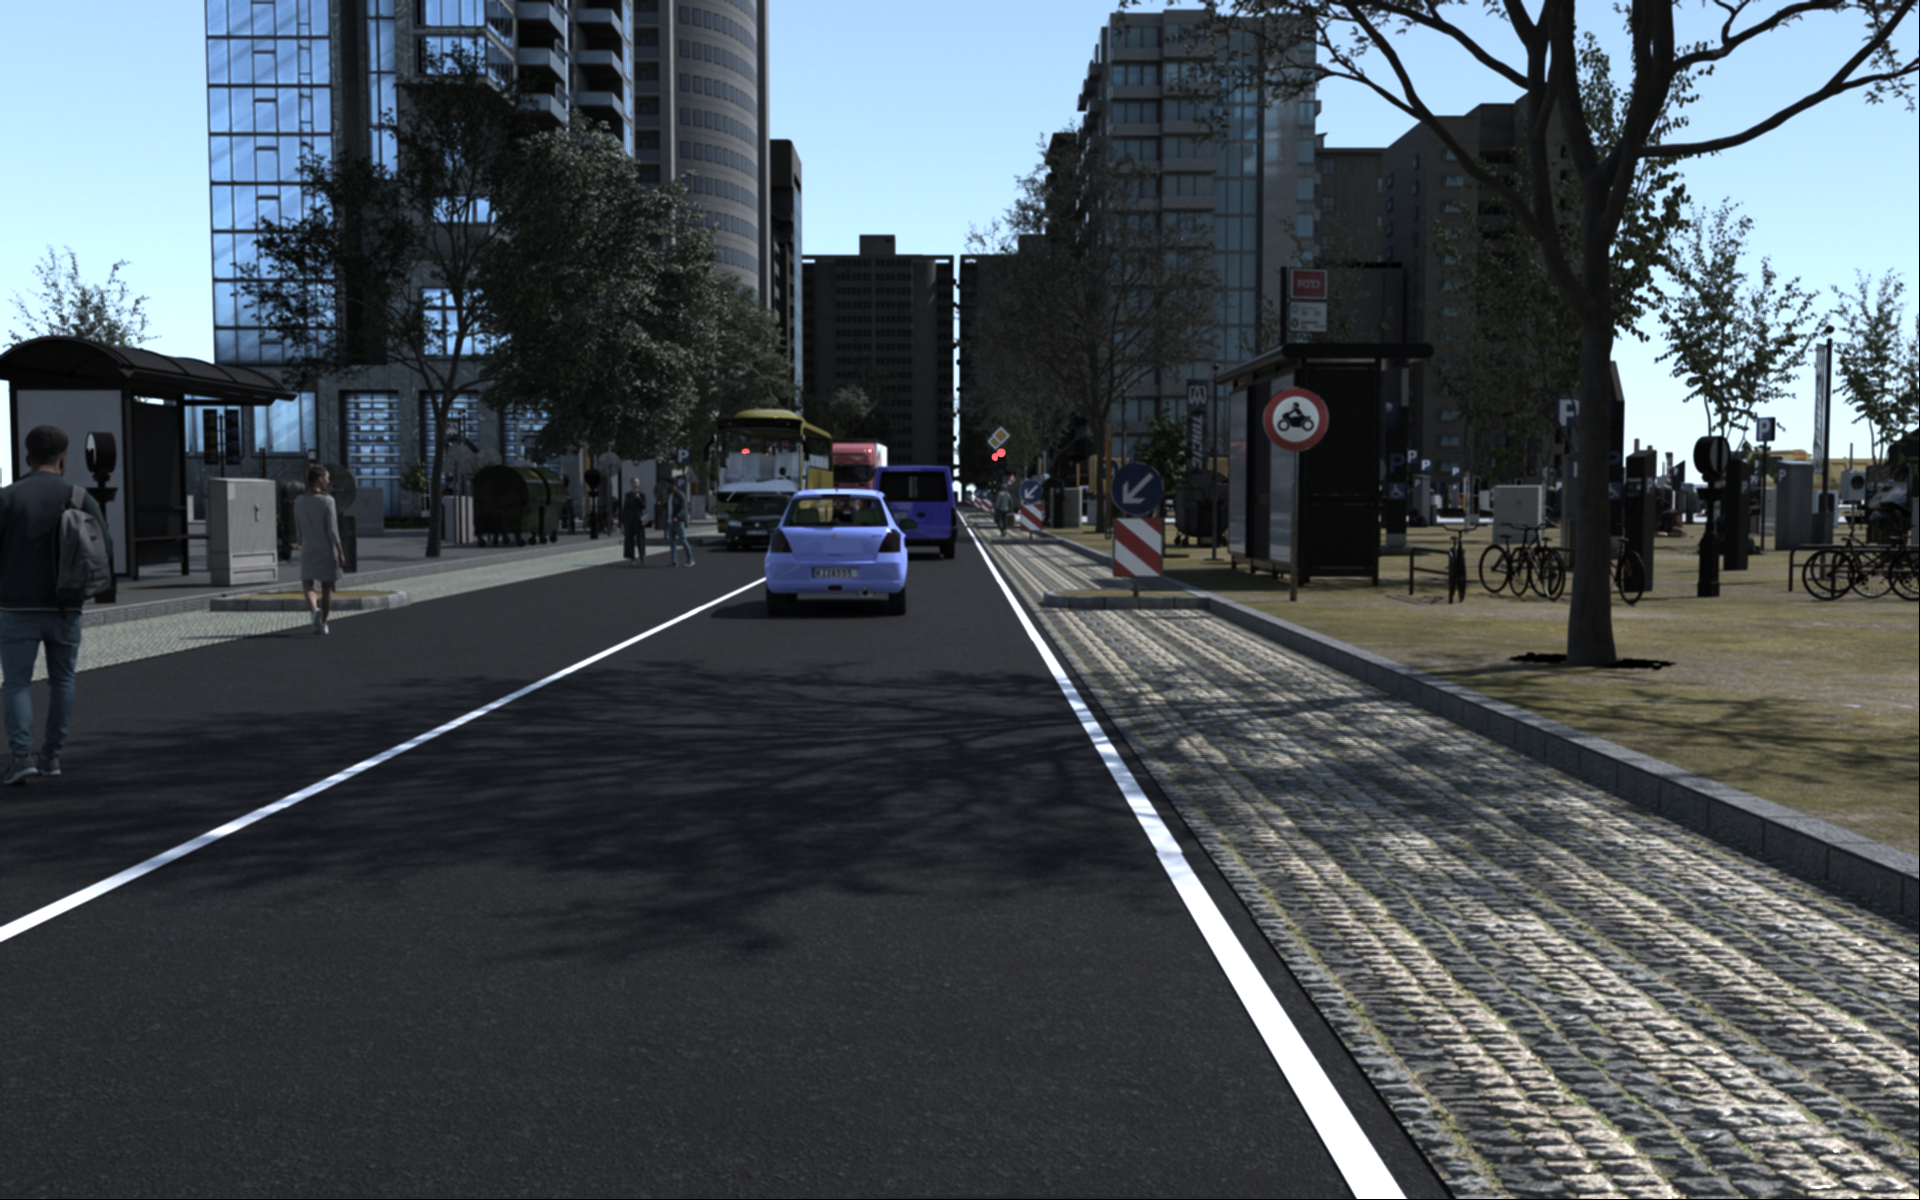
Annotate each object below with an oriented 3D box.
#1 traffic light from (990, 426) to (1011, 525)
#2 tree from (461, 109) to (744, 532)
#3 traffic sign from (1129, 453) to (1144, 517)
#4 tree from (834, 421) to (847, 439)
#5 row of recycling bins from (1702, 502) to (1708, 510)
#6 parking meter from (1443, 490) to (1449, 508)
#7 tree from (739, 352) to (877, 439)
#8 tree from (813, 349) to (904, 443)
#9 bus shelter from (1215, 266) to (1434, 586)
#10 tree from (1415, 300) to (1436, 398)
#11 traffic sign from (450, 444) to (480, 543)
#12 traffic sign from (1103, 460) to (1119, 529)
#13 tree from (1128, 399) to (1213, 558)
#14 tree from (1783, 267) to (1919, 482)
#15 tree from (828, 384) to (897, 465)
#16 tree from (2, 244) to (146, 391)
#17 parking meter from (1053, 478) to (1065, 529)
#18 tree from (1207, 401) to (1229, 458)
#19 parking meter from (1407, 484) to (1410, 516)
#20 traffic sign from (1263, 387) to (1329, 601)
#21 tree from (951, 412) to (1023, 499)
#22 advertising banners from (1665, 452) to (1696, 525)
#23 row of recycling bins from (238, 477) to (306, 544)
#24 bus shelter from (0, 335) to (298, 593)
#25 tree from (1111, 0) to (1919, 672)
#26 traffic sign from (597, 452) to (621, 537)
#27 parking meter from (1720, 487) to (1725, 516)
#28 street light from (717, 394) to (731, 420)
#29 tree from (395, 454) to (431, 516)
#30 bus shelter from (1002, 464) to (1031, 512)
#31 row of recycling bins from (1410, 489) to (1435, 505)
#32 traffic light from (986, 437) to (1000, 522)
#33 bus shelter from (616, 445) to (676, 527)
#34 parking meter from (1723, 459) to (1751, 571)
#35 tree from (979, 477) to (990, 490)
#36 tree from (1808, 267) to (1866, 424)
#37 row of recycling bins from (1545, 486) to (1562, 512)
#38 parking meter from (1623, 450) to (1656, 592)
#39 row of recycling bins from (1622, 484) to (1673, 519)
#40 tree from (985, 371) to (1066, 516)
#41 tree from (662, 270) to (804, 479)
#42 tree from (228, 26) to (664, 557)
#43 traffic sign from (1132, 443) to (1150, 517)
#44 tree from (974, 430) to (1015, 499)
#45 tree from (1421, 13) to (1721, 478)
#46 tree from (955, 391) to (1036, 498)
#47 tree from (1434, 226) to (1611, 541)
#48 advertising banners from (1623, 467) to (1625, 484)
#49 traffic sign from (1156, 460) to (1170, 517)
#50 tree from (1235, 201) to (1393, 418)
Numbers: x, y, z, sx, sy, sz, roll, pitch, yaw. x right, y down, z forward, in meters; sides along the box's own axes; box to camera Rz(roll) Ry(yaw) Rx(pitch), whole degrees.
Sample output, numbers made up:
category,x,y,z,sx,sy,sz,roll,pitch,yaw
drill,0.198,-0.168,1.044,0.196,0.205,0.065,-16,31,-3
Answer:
category,x,y,z,sx,sy,sz,roll,pitch,yaw
traffic light,1.674,-5.058,71.621,0.839,4.253,0.868,0,4,0
tree,-11.935,-9.252,57.928,9.857,13.997,8.962,0,3,0
traffic sign,5.081,-2.940,48.181,0.768,2.556,0.104,0,4,6
tree,-13.003,-13.611,172.906,4.737,8.622,4.395,0,3,0
row of recycling bins,61.034,-8.263,142.212,1.069,1.692,3.534,3,4,39
parking meter,32.842,-6.643,117.016,0.372,1.533,0.369,0,3,0
tree,-11.336,-10.852,111.849,8.767,10.594,7.601,-3,5,-42
tree,-13.492,-22.807,228.789,12.611,20.169,13.585,0,3,0
bus shelter,5.491,-3.100,28.319,2.179,5.291,8.768,0,4,0
tree,16.719,-6.463,56.026,4.360,8.622,3.978,0,3,0
traffic sign,-12.870,-2.763,45.171,0.884,2.594,0.081,0,4,5
traffic sign,5.460,-3.889,63.691,0.768,2.556,0.104,0,4,7
tree,4.288,-2.481,35.166,1.663,3.219,1.824,0,3,0
tree,29.915,-6.458,55.953,4.737,8.622,4.395,0,3,0
tree,-11.751,-17.941,199.998,9.857,13.997,8.962,0,3,0
tree,-25.738,-6.148,50.885,4.360,8.622,3.978,0,3,0
parking meter,3.701,-3.598,64.544,0.399,1.863,0.255,1,4,19
tree,20.387,-11.203,133.538,4.360,8.622,3.978,0,3,0
parking meter,28.523,-6.416,110.609,0.399,1.863,0.255,-1,4,-15
traffic sign,3.995,-1.258,20.669,0.768,2.556,0.104,0,4,8
tree,3.263,-18.735,223.328,9.611,12.733,9.660,0,3,0
advertising banners,30.089,-4.663,72.423,2.074,3.025,0.090,-2,4,-32
row of recycling bins,-17.749,-2.288,44.524,1.069,1.692,3.534,0,4,3
bus shelter,-11.530,-1.894,24.886,2.014,3.302,5.546,0,4,0
tree,4.653,-6.251,12.568,12.009,13.543,11.850,0,3,0
traffic sign,-10.589,-3.188,52.237,0.768,2.556,0.104,0,4,8
parking meter,28.281,-3.400,63.998,0.372,1.533,0.369,0,3,0
street light,-10.851,-6.541,79.739,0.468,5.910,1.993,0,4,0
tree,-25.720,-5.367,82.357,1.663,3.219,1.824,0,3,0
bus shelter,3.724,-7.622,118.535,2.014,3.302,5.546,0,4,0
row of recycling bins,34.653,-7.620,131.695,1.069,1.692,3.534,-2,4,-33
traffic light,1.613,-5.546,79.606,0.839,4.253,0.868,0,4,0
bus shelter,-12.422,-4.601,69.153,2.014,3.302,5.546,0,4,0
parking meter,13.094,-1.435,29.178,0.399,1.863,0.255,-3,4,-36
tree,2.818,-12.018,191.099,1.663,3.219,1.824,0,3,0
tree,18.893,-5.651,42.752,4.737,8.622,4.395,0,3,0
row of recycling bins,31.563,-5.157,91.434,1.069,1.692,3.534,-3,5,-44
parking meter,8.924,-1.042,22.755,0.399,1.863,0.255,-3,5,-43
row of recycling bins,27.001,-3.738,68.221,3.534,1.692,1.069,-3,5,-40
tree,3.762,-9.144,99.863,4.737,8.622,4.395,0,3,0
tree,-11.724,-10.406,88.266,7.486,12.596,7.792,0,3,0
tree,-10.481,-6.140,34.799,7.601,10.594,8.767,2,4,35
traffic sign,4.677,-2.638,43.240,0.768,2.556,0.104,0,4,7
tree,3.571,-15.256,199.802,4.360,8.622,3.978,0,3,0
tree,9.449,-4.645,26.306,4.737,8.622,4.395,0,3,0
tree,3.023,-13.043,147.668,7.601,10.594,8.767,0,3,0
tree,16.025,-5.962,47.836,4.360,8.622,3.978,0,3,0
advertising banners,43.336,-7.053,111.498,2.074,3.025,0.090,1,4,14
traffic sign,4.226,-2.261,36.971,0.884,2.594,0.081,0,4,1
tree,9.093,-5.753,44.426,4.360,8.622,3.978,0,3,0
